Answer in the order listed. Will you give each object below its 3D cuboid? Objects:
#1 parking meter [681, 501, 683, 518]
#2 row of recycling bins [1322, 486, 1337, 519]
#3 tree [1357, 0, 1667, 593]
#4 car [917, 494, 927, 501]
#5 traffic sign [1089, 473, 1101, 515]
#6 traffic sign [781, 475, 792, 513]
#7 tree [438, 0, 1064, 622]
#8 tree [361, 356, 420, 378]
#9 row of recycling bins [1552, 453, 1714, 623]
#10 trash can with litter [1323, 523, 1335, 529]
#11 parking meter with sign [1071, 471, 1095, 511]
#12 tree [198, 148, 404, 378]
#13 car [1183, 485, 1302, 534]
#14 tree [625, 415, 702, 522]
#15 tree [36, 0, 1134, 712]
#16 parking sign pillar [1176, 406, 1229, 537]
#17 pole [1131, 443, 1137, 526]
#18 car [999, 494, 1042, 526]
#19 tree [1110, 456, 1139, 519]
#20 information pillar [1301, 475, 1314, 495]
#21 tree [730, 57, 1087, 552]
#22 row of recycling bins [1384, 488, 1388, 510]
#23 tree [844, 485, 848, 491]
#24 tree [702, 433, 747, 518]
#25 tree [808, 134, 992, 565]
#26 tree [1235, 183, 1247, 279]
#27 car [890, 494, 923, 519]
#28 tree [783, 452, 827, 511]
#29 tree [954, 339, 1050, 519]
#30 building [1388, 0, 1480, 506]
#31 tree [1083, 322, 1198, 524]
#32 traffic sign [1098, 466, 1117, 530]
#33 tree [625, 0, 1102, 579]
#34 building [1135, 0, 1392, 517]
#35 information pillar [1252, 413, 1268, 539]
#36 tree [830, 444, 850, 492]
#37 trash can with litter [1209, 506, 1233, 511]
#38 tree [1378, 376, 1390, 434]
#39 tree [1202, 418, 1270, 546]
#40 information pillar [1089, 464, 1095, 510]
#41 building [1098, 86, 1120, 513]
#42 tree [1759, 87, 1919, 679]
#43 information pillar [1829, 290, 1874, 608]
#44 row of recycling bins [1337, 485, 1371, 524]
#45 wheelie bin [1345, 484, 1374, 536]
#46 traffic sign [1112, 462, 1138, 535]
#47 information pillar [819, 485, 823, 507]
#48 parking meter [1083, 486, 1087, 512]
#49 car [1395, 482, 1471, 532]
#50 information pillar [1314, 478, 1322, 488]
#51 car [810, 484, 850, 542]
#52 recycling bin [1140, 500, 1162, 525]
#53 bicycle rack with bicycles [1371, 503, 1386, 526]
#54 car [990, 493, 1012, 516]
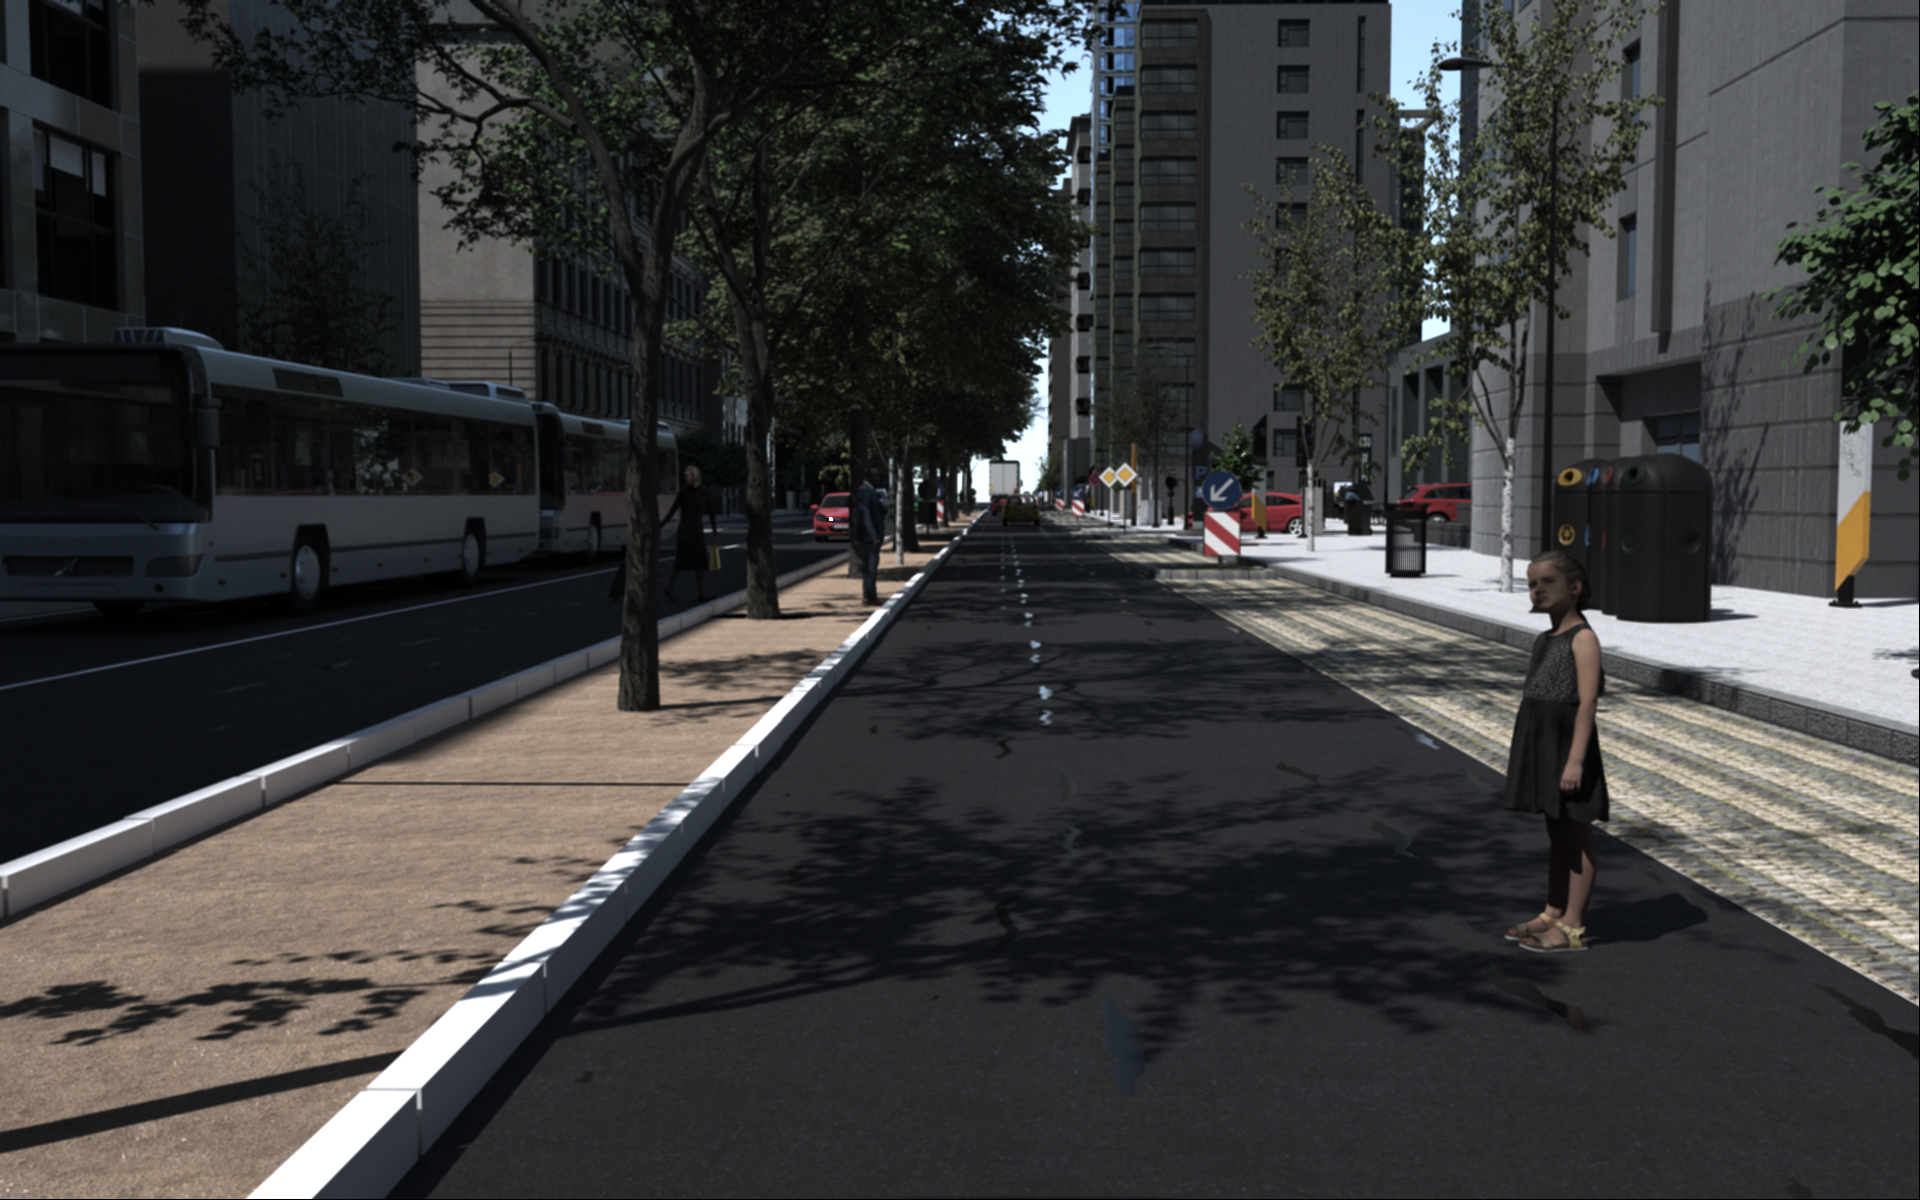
[{"bbox_3d":[-13.320,-4.611,83.806,0.372,1.533,0.369,0,3,0],"label":"parking meter"},{"bbox_3d":[19.784,-5.216,92.388,1.069,1.692,3.534,0,4,-1],"label":"row of recycling bins"},{"bbox_3d":[6.985,-4.414,22.532,4.737,8.622,4.395,0,3,0],"label":"tree"},{"bbox_3d":[-4.259,-11.166,194.365,2.131,1.459,4.920,0,4,1],"label":"car"},{"bbox_3d":[8.102,-6.331,103.623,0.768,2.556,0.104,0,4,5],"label":"traffic sign"},{"bbox_3d":[-11.806,-7.188,117.629,0.768,2.556,0.104,0,4,8],"label":"traffic sign"},{"bbox_3d":[-2.364,-5.590,19.613,9.928,11.665,9.643,0,3,0],"label":"tree"},{"bbox_3d":[-13.819,-3.531,41.444,4.285,4.588,4.351,0,3,0],"label":"tree"},{"bbox_3d":[7.294,-0.719,18.861,1.069,1.692,3.534,0,4,6],"label":"row of recycling bins"},{"bbox_3d":[12.508,-3.203,63.429,2.233,1.210,1.678,2,4,23],"label":"trash can with litter"},{"bbox_3d":[9.320,-8.263,131.364,1.738,3.016,0.543,0,4,1],"label":"parking meter with sign"},{"bbox_3d":[-13.782,-5.297,36.971,4.360,8.622,3.978,0,3,0],"label":"tree"},{"bbox_3d":[9.674,-2.977,57.711,4.494,1.783,2.155,0,4,2],"label":"car"},{"bbox_3d":[-13.314,-5.288,70.174,4.285,4.588,4.351,0,3,0],"label":"tree"},{"bbox_3d":[-2.156,-4.521,10.789,8.767,10.594,7.601,0,4,1],"label":"tree"},{"bbox_3d":[7.299,-3.925,52.654,1.447,3.967,1.447,0,4,6],"label":"parking sign pillar"},{"bbox_3d":[6.979,-4.624,69.449,0.158,3.312,0.155,0,3,0],"label":"pole"},{"bbox_3d":[2.794,-4.245,79.623,2.015,1.641,3.980,0,4,1],"label":"car"},{"bbox_3d":[8.319,-5.762,88.817,1.663,3.219,1.824,0,3,0],"label":"tree"},{"bbox_3d":[13.639,-3.898,68.230,0.304,2.012,0.304,-1,4,-15],"label":"information pillar"},{"bbox_3d":[-1.322,-8.137,42.145,9.857,13.997,8.962,0,3,0],"label":"tree"},{"bbox_3d":[30.179,-7.051,122.392,1.069,1.692,3.534,1,4,10],"label":"row of recycling bins"},{"bbox_3d":[-11.251,-11.911,189.339,1.663,3.219,1.824,0,3,0],"label":"tree"},{"bbox_3d":[-12.751,-5.960,81.164,4.285,4.588,4.351,0,3,0],"label":"tree"},{"bbox_3d":[-1.246,-5.013,34.787,4.737,8.622,4.395,0,3,0],"label":"tree"},{"bbox_3d":[7.940,-5.373,38.211,4.737,8.622,4.395,0,3,0],"label":"tree"},{"bbox_3d":[-3.074,-5.546,99.475,1.959,1.807,4.718,0,3,0],"label":"car"},{"bbox_3d":[-11.796,-9.078,132.141,4.285,4.588,4.351,0,3,0],"label":"tree"},{"bbox_3d":[0.461,-12.045,109.770,12.009,13.543,11.850,0,3,0],"label":"tree"},{"bbox_3d":[35.024,-46.502,72.979,31.000,86.520,22.319,0,4,1],"label":"building"},{"bbox_3d":[7.620,-7.581,74.317,4.360,8.622,3.978,0,3,0],"label":"tree"},{"bbox_3d":[5.363,-3.586,62.279,0.795,2.450,0.064,0,4,1],"label":"traffic sign"},{"bbox_3d":[-1.583,-6.592,28.358,7.486,12.596,7.792,0,3,0],"label":"tree"},{"bbox_3d":[17.303,-20.316,103.861,14.160,30.474,14.107,0,4,1],"label":"building"},{"bbox_3d":[8.612,-3.572,49.761,0.504,3.616,0.183,-2,4,-34],"label":"information pillar"},{"bbox_3d":[-10.527,-13.301,167.840,4.360,8.622,3.978,0,3,0],"label":"tree"},{"bbox_3d":[7.252,-2.261,48.352,0.624,1.170,1.055,0,4,-4],"label":"trash can with litter"},{"bbox_3d":[24.554,-8.739,93.239,4.360,8.622,3.978,0,3,0],"label":"tree"},{"bbox_3d":[7.071,-2.980,43.321,1.663,3.219,1.824,0,3,0],"label":"tree"},{"bbox_3d":[10.370,-8.863,136.269,0.504,3.616,0.183,-2,4,-29],"label":"information pillar"},{"bbox_3d":[17.809,-21.665,125.921,14.160,30.474,14.107,0,4,1],"label":"building"},{"bbox_3d":[7.343,-1.721,11.846,4.285,4.588,4.351,0,3,0],"label":"tree"},{"bbox_3d":[10.067,-1.720,19.484,0.183,3.616,0.504,0,4,-6],"label":"information pillar"},{"bbox_3d":[17.004,-4.114,74.382,1.069,1.692,3.534,0,4,8],"label":"row of recycling bins"},{"bbox_3d":[12.314,-2.789,53.516,0.980,1.594,0.693,-3,5,-42],"label":"wheelie bin"},{"bbox_3d":[5.170,-3.098,54.296,0.795,2.450,0.064,0,4,1],"label":"traffic sign"},{"bbox_3d":[-10.951,-8.085,136.681,0.304,2.012,0.304,0,4,1],"label":"information pillar"},{"bbox_3d":[9.106,-7.317,125.343,0.399,1.863,0.255,-2,4,-25],"label":"parking meter"},{"bbox_3d":[17.014,-2.966,57.174,5.304,1.827,2.281,0,4,1],"label":"car"},{"bbox_3d":[16.474,-4.615,79.942,0.304,2.012,0.304,-2,4,-32],"label":"information pillar"},{"bbox_3d":[-3.460,-2.684,52.931,2.155,1.783,4.494,0,4,-1],"label":"car"},{"bbox_3d":[7.877,-3.600,71.414,0.722,1.027,0.722,-1,4,-17],"label":"recycling bin"},{"bbox_3d":[17.385,-3.471,70.129,2.925,0.926,2.852,-1,4,-10],"label":"bicycle rack with bicycles"},{"bbox_3d":[3.061,-6.474,114.895,2.155,1.783,4.494,0,4,3],"label":"car"}]
